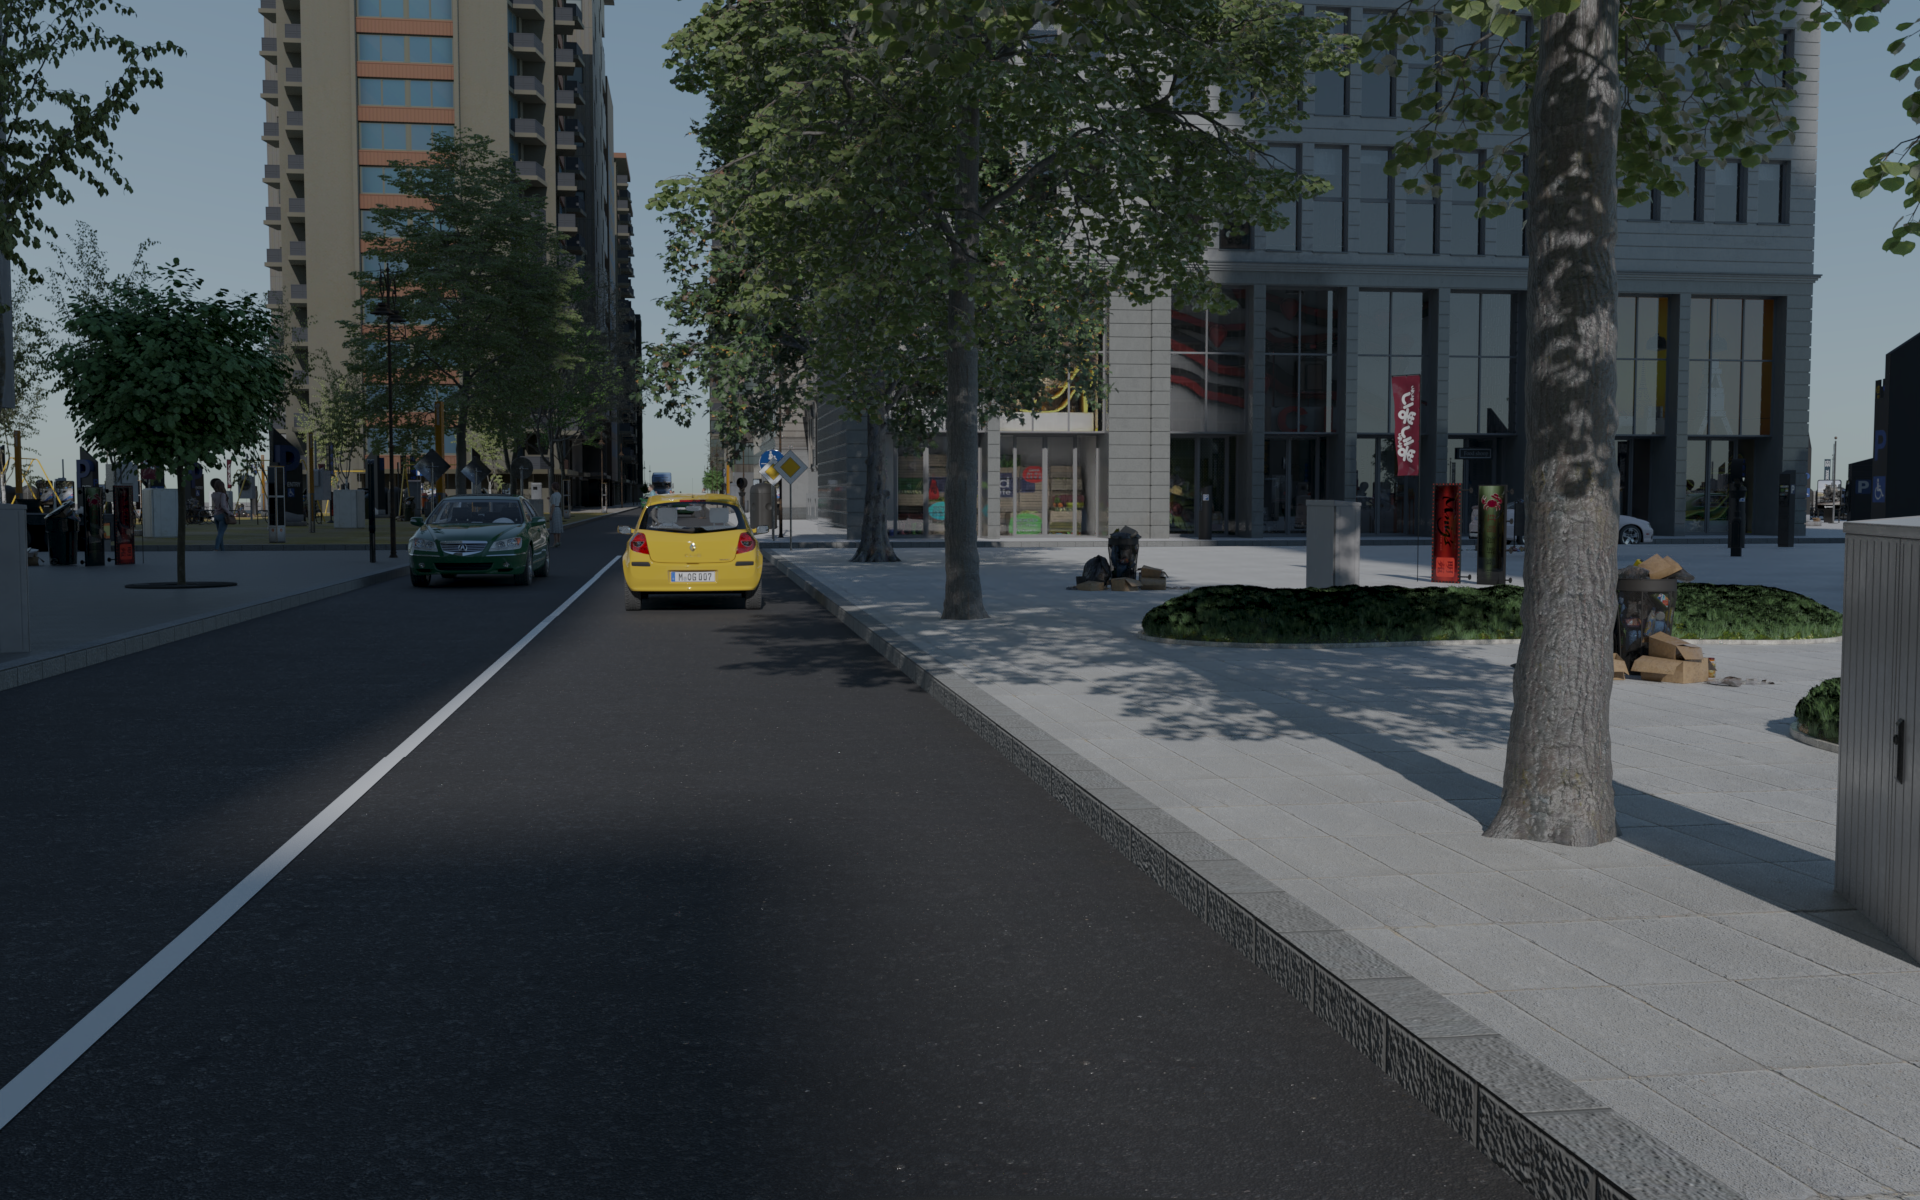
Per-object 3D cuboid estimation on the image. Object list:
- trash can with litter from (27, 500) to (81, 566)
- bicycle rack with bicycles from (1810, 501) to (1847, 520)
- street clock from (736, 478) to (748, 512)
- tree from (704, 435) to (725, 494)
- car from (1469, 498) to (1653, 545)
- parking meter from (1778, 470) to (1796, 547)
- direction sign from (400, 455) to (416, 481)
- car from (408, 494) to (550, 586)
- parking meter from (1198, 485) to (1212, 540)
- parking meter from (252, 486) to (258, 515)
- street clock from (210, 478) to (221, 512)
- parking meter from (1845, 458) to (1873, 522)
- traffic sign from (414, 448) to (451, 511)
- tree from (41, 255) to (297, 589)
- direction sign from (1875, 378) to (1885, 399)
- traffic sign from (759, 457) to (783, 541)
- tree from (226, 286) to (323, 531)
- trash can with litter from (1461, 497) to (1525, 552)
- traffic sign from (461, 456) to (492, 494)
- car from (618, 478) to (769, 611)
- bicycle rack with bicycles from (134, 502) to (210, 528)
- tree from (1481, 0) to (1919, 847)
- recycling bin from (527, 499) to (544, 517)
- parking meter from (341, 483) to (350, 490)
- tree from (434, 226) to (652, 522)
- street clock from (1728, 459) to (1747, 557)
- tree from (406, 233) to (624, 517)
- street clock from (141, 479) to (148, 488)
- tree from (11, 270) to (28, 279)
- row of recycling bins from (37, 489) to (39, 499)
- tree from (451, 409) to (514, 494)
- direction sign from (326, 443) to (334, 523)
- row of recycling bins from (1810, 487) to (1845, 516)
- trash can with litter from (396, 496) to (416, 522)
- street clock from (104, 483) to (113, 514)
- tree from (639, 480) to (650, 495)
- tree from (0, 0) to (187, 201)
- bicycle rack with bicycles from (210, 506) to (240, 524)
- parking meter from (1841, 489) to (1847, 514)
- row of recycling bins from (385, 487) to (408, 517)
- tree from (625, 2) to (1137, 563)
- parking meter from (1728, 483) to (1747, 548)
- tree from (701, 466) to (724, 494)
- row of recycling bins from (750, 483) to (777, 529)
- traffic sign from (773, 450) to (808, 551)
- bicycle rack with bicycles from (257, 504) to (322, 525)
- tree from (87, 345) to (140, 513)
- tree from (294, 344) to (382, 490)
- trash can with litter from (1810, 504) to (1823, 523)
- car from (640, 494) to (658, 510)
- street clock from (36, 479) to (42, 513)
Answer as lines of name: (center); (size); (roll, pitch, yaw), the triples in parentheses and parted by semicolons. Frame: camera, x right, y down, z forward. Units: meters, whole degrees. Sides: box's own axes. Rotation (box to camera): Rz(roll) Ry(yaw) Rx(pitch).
trash can with litter: (-16.392, -1.206, 31.111); (1.055, 1.170, 0.624); (-2, 4, -30)
bicycle rack with bicycles: (42.386, -4.400, 85.324); (2.852, 0.926, 2.925); (-3, 5, -42)
street clock: (-9.542, -4.359, 75.842); (0.471, 2.002, 0.358); (2, 4, 34)
tree: (-29.642, -16.083, 213.317); (4.360, 8.622, 3.978); (0, 3, 0)
car: (15.952, -2.054, 45.939); (4.827, 1.381, 2.083); (-1, 4, -9)
parking meter: (19.998, -2.213, 41.896); (0.399, 1.863, 0.255); (-3, 5, -41)
direction sign: (-32.208, -6.676, 101.148); (0.876, 3.537, 0.379); (-1, 4, -11)
car: (-7.844, -1.024, 28.538); (2.131, 1.459, 4.920); (0, 4, -8)
parking meter: (6.885, -2.459, 48.609); (0.372, 1.533, 0.369); (0, 3, 0)
parking meter: (-43.205, -6.136, 106.034); (0.399, 1.863, 0.255); (0, 4, 3)
street clock: (-33.442, -4.486, 77.910); (0.471, 2.002, 0.358); (-3, 4, -38)
parking meter: (14.432, -1.350, 27.792); (0.399, 1.863, 0.255); (1, 4, 15)
traffic sign: (-11.597, -2.108, 38.104); (0.795, 2.450, 0.064); (-1, 4, -9)
tree: (-10.858, -2.457, 23.887); (4.285, 4.588, 4.351); (0, 3, 0)
direction sign: (18.141, -2.579, 34.170); (0.379, 3.537, 0.876); (1, 4, 14)
traffic sign: (-5.082, -2.663, 47.184); (0.795, 2.450, 0.064); (-1, 4, -9)
tree: (-24.444, -6.738, 60.534); (4.360, 8.622, 3.978); (0, 3, 0)
trash can with litter: (12.344, -1.713, 39.064); (2.233, 1.210, 1.678); (0, 4, 8)
traffic sign: (-12.835, -2.590, 45.993); (0.795, 2.450, 0.064); (-1, 4, -9)
car: (-3.496, -0.766, 22.749); (2.015, 1.641, 3.980); (-1, 4, -8)
bicycle rack with bicycles: (-30.502, -3.208, 65.826); (2.852, 0.926, 2.925); (-1, 4, -9)
tree: (2.178, -5.410, 6.586); (7.486, 12.596, 7.792); (0, 3, 0)
recycling bin: (-20.887, -4.443, 85.193); (0.722, 1.027, 0.722); (-1, 4, -20)
parking meter: (-31.052, -5.002, 87.487); (0.255, 1.863, 0.399); (3, 5, 44)
tree: (-18.981, -10.366, 79.859); (12.009, 13.543, 11.850); (0, 3, 0)
street clock: (15.939, -1.893, 35.514); (0.358, 2.002, 0.471); (2, 4, 32)
tree: (-17.856, -8.736, 68.594); (9.928, 11.665, 9.643); (0, 3, 0)
street clock: (-28.453, -3.442, 60.849); (0.471, 2.002, 0.358); (-3, 5, -44)
tree: (-28.128, -6.060, 49.441); (4.360, 8.622, 3.978); (0, 3, 0)
row of recycling bins: (-53.524, -5.586, 98.442); (1.069, 1.692, 3.534); (0, 4, 0)
tree: (-30.855, -9.952, 113.081); (4.737, 8.622, 4.395); (0, 3, 0)
direction sign: (-27.829, -5.172, 76.552); (0.379, 3.537, 0.876); (-3, 4, -38)
row of recycling bins: (50.594, -5.715, 100.553); (3.534, 1.692, 1.069); (1, 4, 16)
trash can with litter: (-25.943, -4.253, 80.916); (1.055, 1.170, 0.624); (2, 4, 27)
street clock: (-44.521, -5.271, 90.743); (0.471, 2.002, 0.358); (0, 4, 1)
tree: (-44.623, -15.375, 245.980); (1.663, 3.219, 1.824); (0, 3, 0)
tree: (-10.340, -4.129, 17.875); (4.737, 8.622, 4.395); (0, 3, 0)
bicycle rack with bicycles: (-31.932, -3.650, 73.059); (2.852, 0.926, 2.925); (3, 4, 38)
parking meter: (47.250, -5.140, 92.442); (0.372, 1.533, 0.369); (0, 3, 0)
row of recycling bins: (-32.462, -5.601, 98.682); (3.534, 1.692, 1.069); (1, 4, 17)
tree: (-1.496, -7.071, 32.612); (9.611, 12.733, 9.660); (0, 3, 0)
parking meter: (18.466, -2.003, 41.162); (0.372, 1.533, 0.369); (0, 3, 0)
tree: (-29.035, -13.514, 204.675); (4.285, 4.588, 4.351); (0, 3, 0)
row of recycling bins: (-7.342, -3.523, 64.714); (1.069, 1.692, 3.534); (0, 4, -5)
traffic sign: (-3.844, -2.181, 39.295); (0.795, 2.450, 0.064); (-1, 4, -9)
bicycle rack with bicycles: (-28.014, -3.642, 72.930); (2.852, 0.926, 2.925); (2, 4, 26)
tree: (-38.705, -7.898, 79.498); (4.360, 8.622, 3.978); (0, 3, 0)
tree: (-29.571, -8.138, 83.424); (4.737, 8.622, 4.395); (0, 3, 0)
trash can with litter: (35.876, -3.777, 73.137); (1.055, 1.170, 0.624); (2, 4, 30)
car: (-28.667, -9.117, 160.852); (2.131, 1.459, 4.920); (-1, 4, -9)
street clock: (-45.280, -4.939, 85.320); (0.471, 2.002, 0.358); (-2, 4, -25)
